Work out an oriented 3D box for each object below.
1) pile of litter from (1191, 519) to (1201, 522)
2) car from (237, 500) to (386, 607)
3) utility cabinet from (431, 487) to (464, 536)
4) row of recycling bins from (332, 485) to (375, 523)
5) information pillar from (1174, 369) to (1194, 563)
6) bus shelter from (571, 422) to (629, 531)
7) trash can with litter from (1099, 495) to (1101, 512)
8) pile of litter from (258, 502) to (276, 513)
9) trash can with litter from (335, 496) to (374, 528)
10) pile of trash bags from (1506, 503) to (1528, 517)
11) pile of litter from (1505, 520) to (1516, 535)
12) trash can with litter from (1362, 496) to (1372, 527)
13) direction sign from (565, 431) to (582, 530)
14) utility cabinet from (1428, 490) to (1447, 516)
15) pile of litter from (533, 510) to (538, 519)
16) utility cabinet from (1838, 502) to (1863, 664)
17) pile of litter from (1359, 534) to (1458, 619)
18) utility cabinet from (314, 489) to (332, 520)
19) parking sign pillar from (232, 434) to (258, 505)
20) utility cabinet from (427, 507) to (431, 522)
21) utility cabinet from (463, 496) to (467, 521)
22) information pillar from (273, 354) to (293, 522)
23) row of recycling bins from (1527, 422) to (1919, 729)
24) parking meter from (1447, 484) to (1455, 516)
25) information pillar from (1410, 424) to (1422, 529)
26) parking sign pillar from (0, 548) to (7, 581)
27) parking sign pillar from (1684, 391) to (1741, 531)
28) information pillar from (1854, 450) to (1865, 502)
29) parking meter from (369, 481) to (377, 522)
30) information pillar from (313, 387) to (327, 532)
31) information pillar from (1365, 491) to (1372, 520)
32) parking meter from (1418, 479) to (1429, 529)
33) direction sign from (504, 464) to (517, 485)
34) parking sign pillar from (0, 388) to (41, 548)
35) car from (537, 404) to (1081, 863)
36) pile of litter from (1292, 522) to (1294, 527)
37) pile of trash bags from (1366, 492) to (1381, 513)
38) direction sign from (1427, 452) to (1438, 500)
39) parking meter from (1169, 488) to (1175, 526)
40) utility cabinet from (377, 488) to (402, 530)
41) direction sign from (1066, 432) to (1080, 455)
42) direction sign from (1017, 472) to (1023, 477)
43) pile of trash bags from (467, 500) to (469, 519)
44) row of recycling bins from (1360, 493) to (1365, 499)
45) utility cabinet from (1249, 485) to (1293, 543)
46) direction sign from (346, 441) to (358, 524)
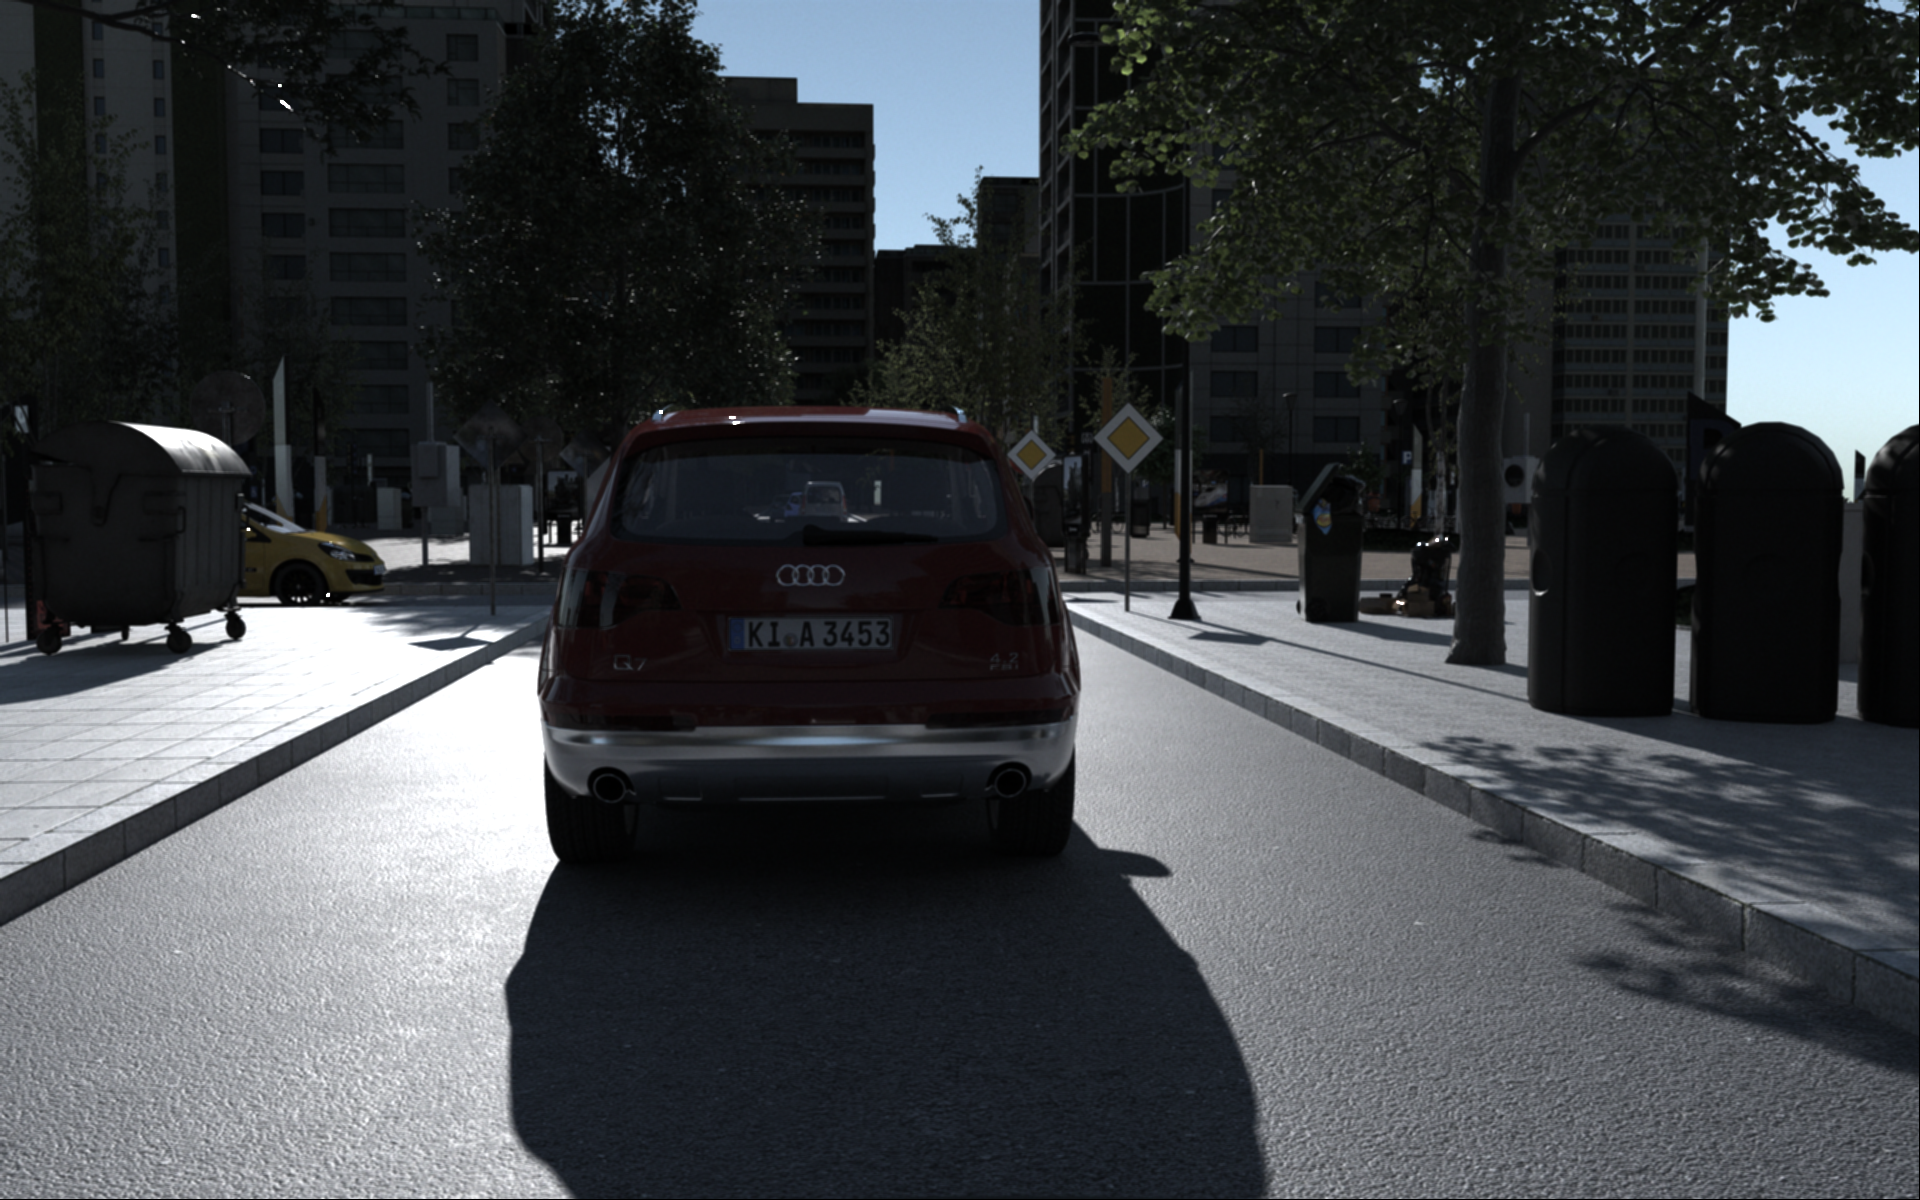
[{"bbox_3d":[10.425,-3.971,78.895,1.176,0.858,1.719,0,4,8],"label":"pile of litter"},{"bbox_3d":[-9.456,-0.731,22.180,3.980,1.641,2.015,0,4,-5],"label":"car"},{"bbox_3d":[-15.615,-2.697,52.767,1.173,1.500,0.318,2,4,35],"label":"utility cabinet"},{"bbox_3d":[-27.073,-4.301,77.427,1.069,1.692,3.534,0,4,1],"label":"row of recycling bins"},{"bbox_3d":[4.185,-2.510,32.386,0.183,3.616,0.504,3,5,39],"label":"information pillar"},{"bbox_3d":[-10.104,-3.504,51.208,2.014,3.302,5.546,0,4,-5],"label":"bus shelter"},{"bbox_3d":[7.145,-4.773,89.103,1.678,1.210,2.233,0,4,-1],"label":"trash can with litter"},{"bbox_3d":[-36.722,-4.743,91.507,1.176,0.858,1.719,2,4,34],"label":"pile of litter"},{"bbox_3d":[-23.031,-3.331,65.521,1.678,1.210,2.233,1,4,11],"label":"trash can with litter"},{"bbox_3d":[30.400,-4.952,90.723,3.447,1.369,1.912,2,4,32],"label":"pile of trash bags"},{"bbox_3d":[16.762,-2.493,54.719,1.719,0.858,1.176,0,4,0],"label":"pile of litter"},{"bbox_3d":[13.824,-3.086,61.507,2.233,1.210,1.678,1,4,20],"label":"trash can with litter"},{"bbox_3d":[-13.634,-4.274,61.876,0.876,3.537,0.379,0,4,-7],"label":"direction sign"},{"bbox_3d":[27.691,-5.628,100.697,1.173,1.500,0.318,0,4,1],"label":"utility cabinet"},{"bbox_3d":[-21.940,-4.496,87.475,1.719,0.858,1.176,-2,4,-24],"label":"pile of litter"},{"bbox_3d":[6.387,-0.117,13.078,1.020,1.237,0.306,-2,4,-24],"label":"utility cabinet"},{"bbox_3d":[4.844,-0.280,18.548,1.176,0.858,1.719,0,4,1],"label":"pile of litter"},{"bbox_3d":[-30.511,-4.561,83.254,0.318,1.500,1.173,1,4,18],"label":"utility cabinet"},{"bbox_3d":[-21.748,-3.876,51.850,1.447,3.967,1.447,1,4,10],"label":"parking sign pillar"},{"bbox_3d":[-24.079,-4.182,79.537,0.306,1.237,1.020,3,5,45],"label":"utility cabinet"},{"bbox_3d":[-24.090,-4.405,83.181,1.020,1.237,0.306,3,4,38],"label":"utility cabinet"},{"bbox_3d":[-11.453,-2.322,29.318,0.183,3.616,0.504,-3,5,-43],"label":"information pillar"},{"bbox_3d":[5.124,-0.171,9.908,3.534,1.692,1.069,1,4,15],"label":"row of recycling bins"},{"bbox_3d":[28.758,-5.861,101.530,0.399,1.863,0.255,3,4,37],"label":"parking meter"},{"bbox_3d":[15.302,-4.083,58.104,0.504,3.616,0.183,-3,5,-39],"label":"information pillar"},{"bbox_3d":[-14.814,-2.253,25.308,1.447,3.967,1.447,-1,4,-20],"label":"parking sign pillar"},{"bbox_3d":[19.552,-3.454,44.952,1.447,3.967,1.447,1,4,18],"label":"parking sign pillar"},{"bbox_3d":[47.210,-6.090,90.930,0.504,3.616,0.183,3,5,41],"label":"information pillar"},{"bbox_3d":[-27.268,-4.573,80.481,0.255,1.863,0.399,-2,4,-27],"label":"parking meter"},{"bbox_3d":[-14.054,-2.855,38.032,0.183,3.616,0.504,0,4,-1],"label":"information pillar"},{"bbox_3d":[19.935,-4.901,84.621,0.304,2.012,0.304,1,4,21],"label":"information pillar"},{"bbox_3d":[17.178,-3.586,64.345,0.399,1.863,0.255,3,5,41],"label":"parking meter"},{"bbox_3d":[-17.560,-4.629,67.675,0.876,3.537,0.379,3,5,44],"label":"direction sign"},{"bbox_3d":[-24.025,-3.388,43.869,1.447,3.967,1.447,-1,4,-20],"label":"parking sign pillar"},{"bbox_3d":[-0.701,0.021,8.329,2.281,1.827,5.304,0,4,-5],"label":"car"},{"bbox_3d":[10.759,-2.727,58.550,1.176,0.858,1.719,3,4,38],"label":"pile of litter"},{"bbox_3d":[17.250,-4.161,77.793,3.447,1.369,1.912,-1,4,-11],"label":"pile of trash bags"},{"bbox_3d":[25.265,-6.146,92.480,0.876,3.537,0.379,-2,4,-33],"label":"direction sign"},{"bbox_3d":[8.696,-3.787,70.329,0.372,1.533,0.369,0,3,0],"label":"parking meter"},{"bbox_3d":[-20.009,-3.187,60.781,1.173,1.500,0.318,3,5,44],"label":"utility cabinet"},{"bbox_3d":[4.311,-4.359,63.268,0.876,3.537,0.379,1,4,12],"label":"direction sign"},{"bbox_3d":[2.986,-5.455,81.189,0.379,3.537,0.876,-3,5,-40],"label":"direction sign"},{"bbox_3d":[-24.420,-4.973,91.058,3.447,1.369,1.912,1,4,10],"label":"pile of trash bags"},{"bbox_3d":[22.010,-5.496,96.980,1.069,1.692,3.534,0,4,-1],"label":"row of recycling bins"},{"bbox_3d":[8.035,-2.203,44.690,1.173,1.500,0.318,-2,4,-28],"label":"utility cabinet"},{"bbox_3d":[-26.092,-5.038,74.374,0.876,3.537,0.379,3,5,43],"label":"direction sign"}]
